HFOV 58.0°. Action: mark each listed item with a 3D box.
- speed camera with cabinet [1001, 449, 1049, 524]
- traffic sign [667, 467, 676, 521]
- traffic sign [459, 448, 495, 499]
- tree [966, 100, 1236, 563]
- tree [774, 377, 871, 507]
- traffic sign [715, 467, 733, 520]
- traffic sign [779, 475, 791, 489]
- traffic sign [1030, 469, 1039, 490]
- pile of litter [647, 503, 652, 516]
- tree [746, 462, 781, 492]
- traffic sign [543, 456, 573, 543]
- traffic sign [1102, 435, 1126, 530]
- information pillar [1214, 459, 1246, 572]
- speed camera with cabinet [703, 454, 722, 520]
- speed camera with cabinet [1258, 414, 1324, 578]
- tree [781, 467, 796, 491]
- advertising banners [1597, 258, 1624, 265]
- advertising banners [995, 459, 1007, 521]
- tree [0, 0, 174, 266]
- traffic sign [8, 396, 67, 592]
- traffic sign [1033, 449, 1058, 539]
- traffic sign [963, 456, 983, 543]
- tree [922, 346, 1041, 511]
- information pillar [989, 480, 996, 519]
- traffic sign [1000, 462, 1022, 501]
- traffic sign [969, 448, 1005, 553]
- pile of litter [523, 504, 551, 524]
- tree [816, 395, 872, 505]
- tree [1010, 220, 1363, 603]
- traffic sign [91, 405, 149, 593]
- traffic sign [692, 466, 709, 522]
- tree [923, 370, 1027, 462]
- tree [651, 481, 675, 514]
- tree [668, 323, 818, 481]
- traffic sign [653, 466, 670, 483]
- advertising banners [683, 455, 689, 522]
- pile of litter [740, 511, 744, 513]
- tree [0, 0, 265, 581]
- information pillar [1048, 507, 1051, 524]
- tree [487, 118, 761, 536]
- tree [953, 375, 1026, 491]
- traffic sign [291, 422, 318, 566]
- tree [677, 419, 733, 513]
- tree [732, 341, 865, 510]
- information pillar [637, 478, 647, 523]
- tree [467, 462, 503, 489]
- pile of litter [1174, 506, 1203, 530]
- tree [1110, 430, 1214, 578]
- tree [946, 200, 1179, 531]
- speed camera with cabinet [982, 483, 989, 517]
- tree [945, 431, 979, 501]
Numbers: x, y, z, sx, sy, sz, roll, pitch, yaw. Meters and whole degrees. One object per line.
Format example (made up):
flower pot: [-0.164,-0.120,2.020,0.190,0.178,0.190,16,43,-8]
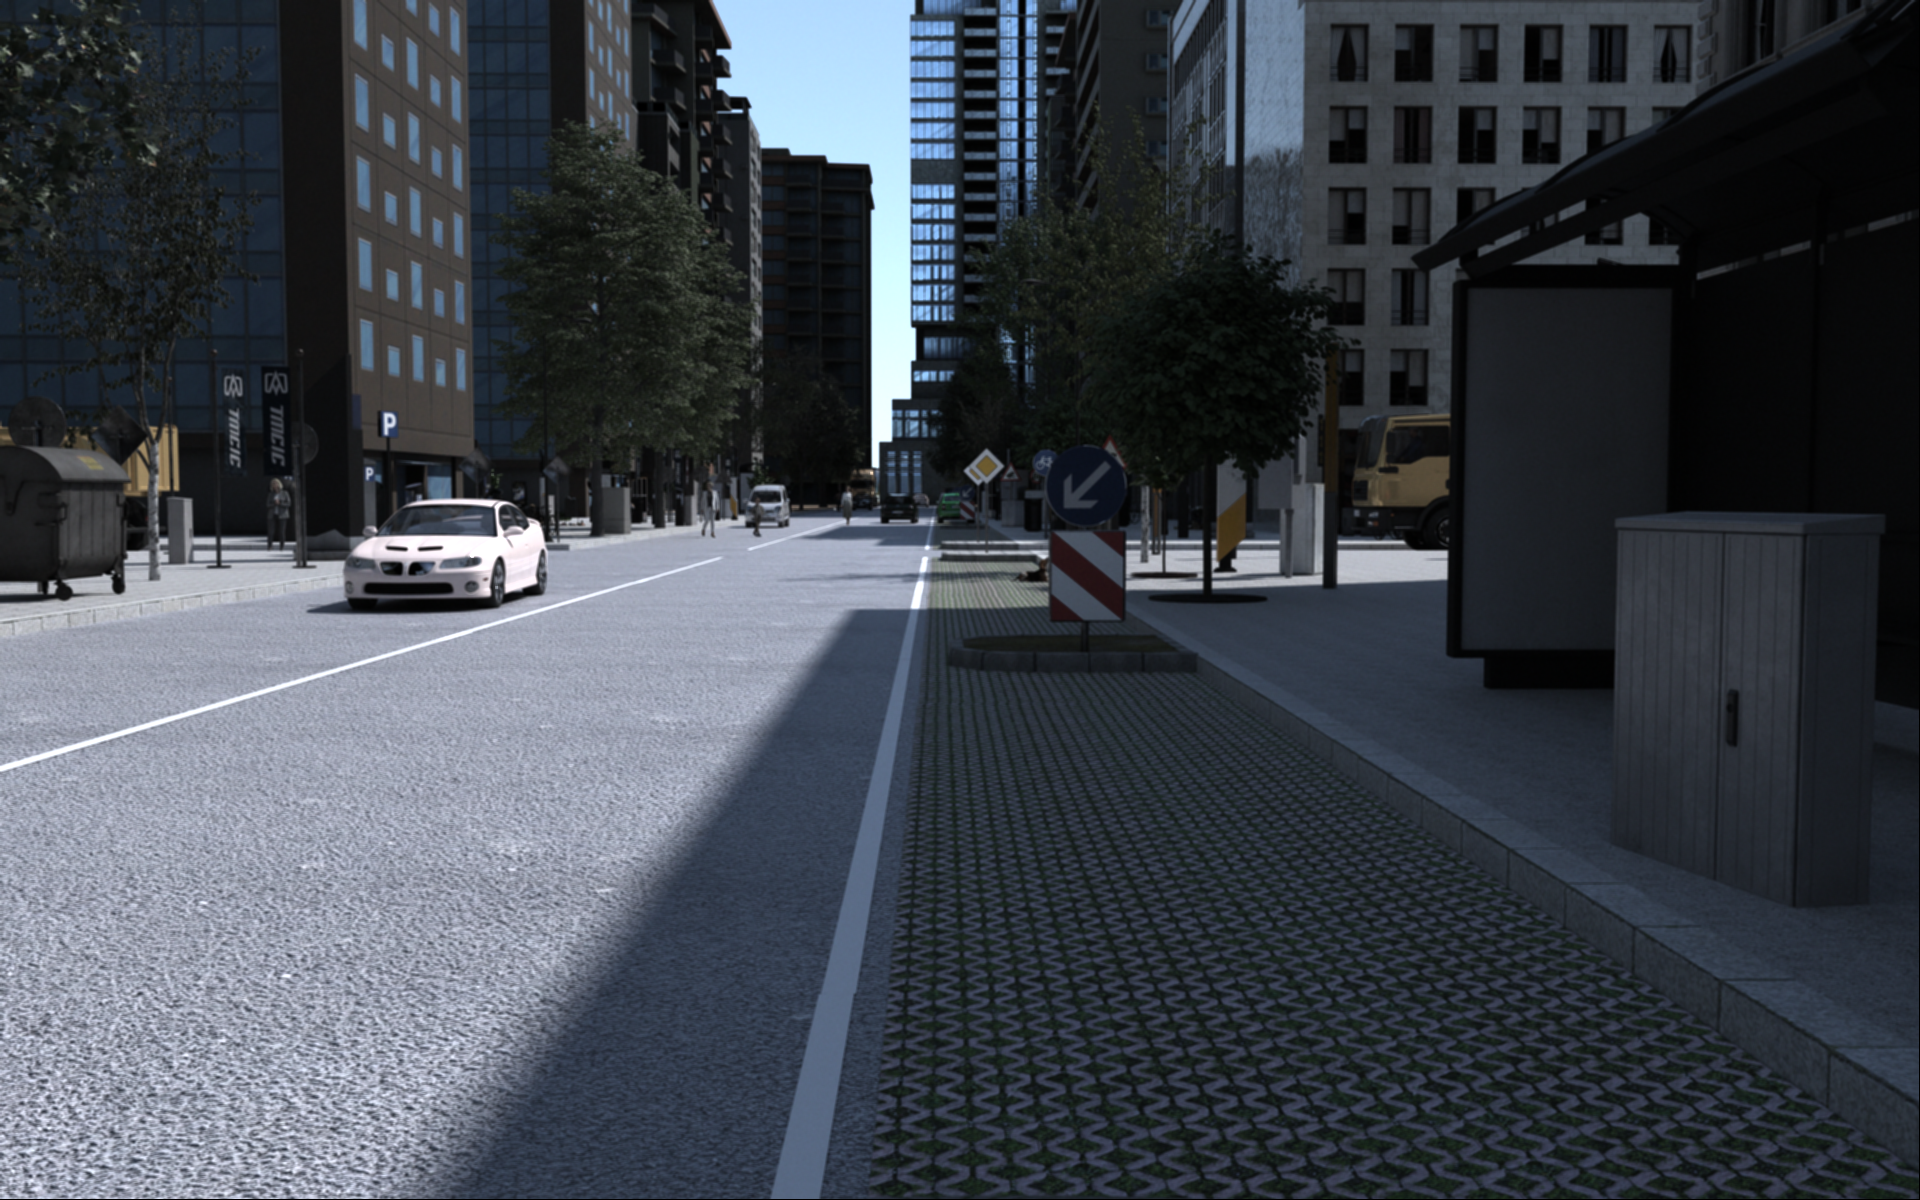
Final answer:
speed camera with cabinet: [2.835,-4.979,75.742,2.038,3.252,0.660,1,4,10]
traffic sign: [-13.506,-4.897,80.173,0.768,2.556,0.104,0,4,5]
traffic sign: [-10.465,-2.074,37.554,0.795,2.450,0.064,0,4,-1]
tree: [3.297,-4.997,32.063,4.737,8.622,4.395,0,3,0]
tree: [-13.454,-15.423,169.174,9.611,12.733,9.660,0,3,0]
traffic sign: [-11.507,-5.157,84.315,0.884,2.594,0.081,0,4,2]
traffic sign: [-11.563,-6.994,114.465,0.768,2.556,0.104,0,4,1]
traffic sign: [3.816,-5.207,85.239,0.768,2.556,0.104,0,4,7]
pile of litter: [-18.080,-5.344,101.335,1.176,0.858,1.719,0,4,-6]
tree: [-12.096,-6.662,103.520,1.663,3.219,1.824,0,3,0]
traffic sign: [-10.567,-2.562,45.538,0.795,2.450,0.064,0,4,-1]
traffic sign: [3.281,-2.324,38.003,0.884,2.594,0.081,0,4,3]
information pillar: [4.448,-2.267,28.428,0.504,3.616,0.183,-1,4,-8]
speed camera with cabinet: [-12.407,-5.650,86.707,0.660,3.252,2.038,-1,4,-20]
speed camera with cabinet: [5.282,-2.013,27.241,0.660,3.252,2.038,2,4,29]
tree: [-12.733,-7.886,123.541,1.663,3.219,1.824,0,3,0]
advertising banners: [4.383,-0.999,12.515,0.090,3.025,2.074,3,5,41]
advertising banners: [2.020,-5.406,84.575,0.090,3.025,2.074,1,4,16]
tree: [-11.438,-5.831,12.343,9.611,12.733,9.660,0,3,0]
traffic sign: [-12.005,-1.372,22.545,0.768,2.556,0.104,0,4,2]
traffic sign: [2.460,-3.016,49.422,0.768,2.556,0.104,0,4,3]
traffic sign: [0.476,-2.570,45.659,0.795,2.450,0.064,0,4,-1]
tree: [1.640,-13.124,131.582,9.611,12.733,9.660,0,3,0]
information pillar: [1.688,-5.225,89.927,0.304,2.012,0.304,-2,4,-31]
traffic sign: [2.058,-4.286,70.075,0.884,2.594,0.081,0,4,1]
traffic sign: [0.578,-2.081,37.675,0.795,2.450,0.064,0,4,-1]
pile of litter: [-18.382,-3.692,74.321,1.719,0.858,1.176,0,4,4]
tree: [-13.870,-17.090,197.542,7.486,12.596,7.792,0,3,0]
tree: [3.095,-2.276,20.919,4.285,4.588,4.351,0,3,0]
traffic sign: [-10.907,-1.303,22.496,0.795,2.450,0.064,0,4,7]
traffic sign: [-11.722,-4.783,78.307,0.768,2.556,0.104,0,4,1]
tree: [1.821,-14.936,154.577,12.009,13.543,11.850,0,3,0]
tree: [-18.874,-7.061,110.046,1.663,3.219,1.824,0,3,0]
tree: [-12.244,-9.782,94.344,8.767,10.594,7.601,-2,4,-33]
traffic sign: [-13.265,-4.707,77.062,0.768,2.556,0.104,0,4,4]
advertising banners: [-12.575,-5.055,78.830,0.090,3.025,2.074,-1,4,-21]
pile of litter: [-15.139,-6.475,119.824,1.176,0.858,1.719,1,4,22]
tree: [-12.143,-4.605,25.653,4.360,8.622,3.978,0,3,0]
information pillar: [4.012,-5.055,73.996,0.183,3.616,0.504,3,5,42]
tree: [-10.812,-8.248,52.987,7.486,12.596,7.792,0,3,0]
tree: [2.149,-9.658,108.274,4.360,8.622,3.978,0,3,0]
traffic sign: [-11.745,-1.871,30.699,0.768,2.556,0.104,0,4,5]
tree: [-17.137,-10.088,115.294,4.737,8.622,4.395,0,3,0]
tree: [-12.634,-13.920,137.961,12.009,13.543,11.850,0,3,0]
information pillar: [-14.347,-4.510,78.235,0.304,2.012,0.304,3,5,43]
tree: [-24.027,-5.734,88.345,1.663,3.219,1.824,0,3,0]
pile of litter: [8.393,-2.973,62.578,1.176,0.858,1.719,-1,4,-13]
tree: [3.060,-1.971,26.823,1.663,3.219,1.824,0,3,0]
tree: [3.454,-8.219,60.129,9.928,11.665,9.643,0,3,0]
speed camera with cabinet: [1.628,-6.347,98.105,0.660,3.252,2.038,0,4,7]
tree: [1.543,-16.472,187.439,7.486,12.596,7.792,0,3,0]
